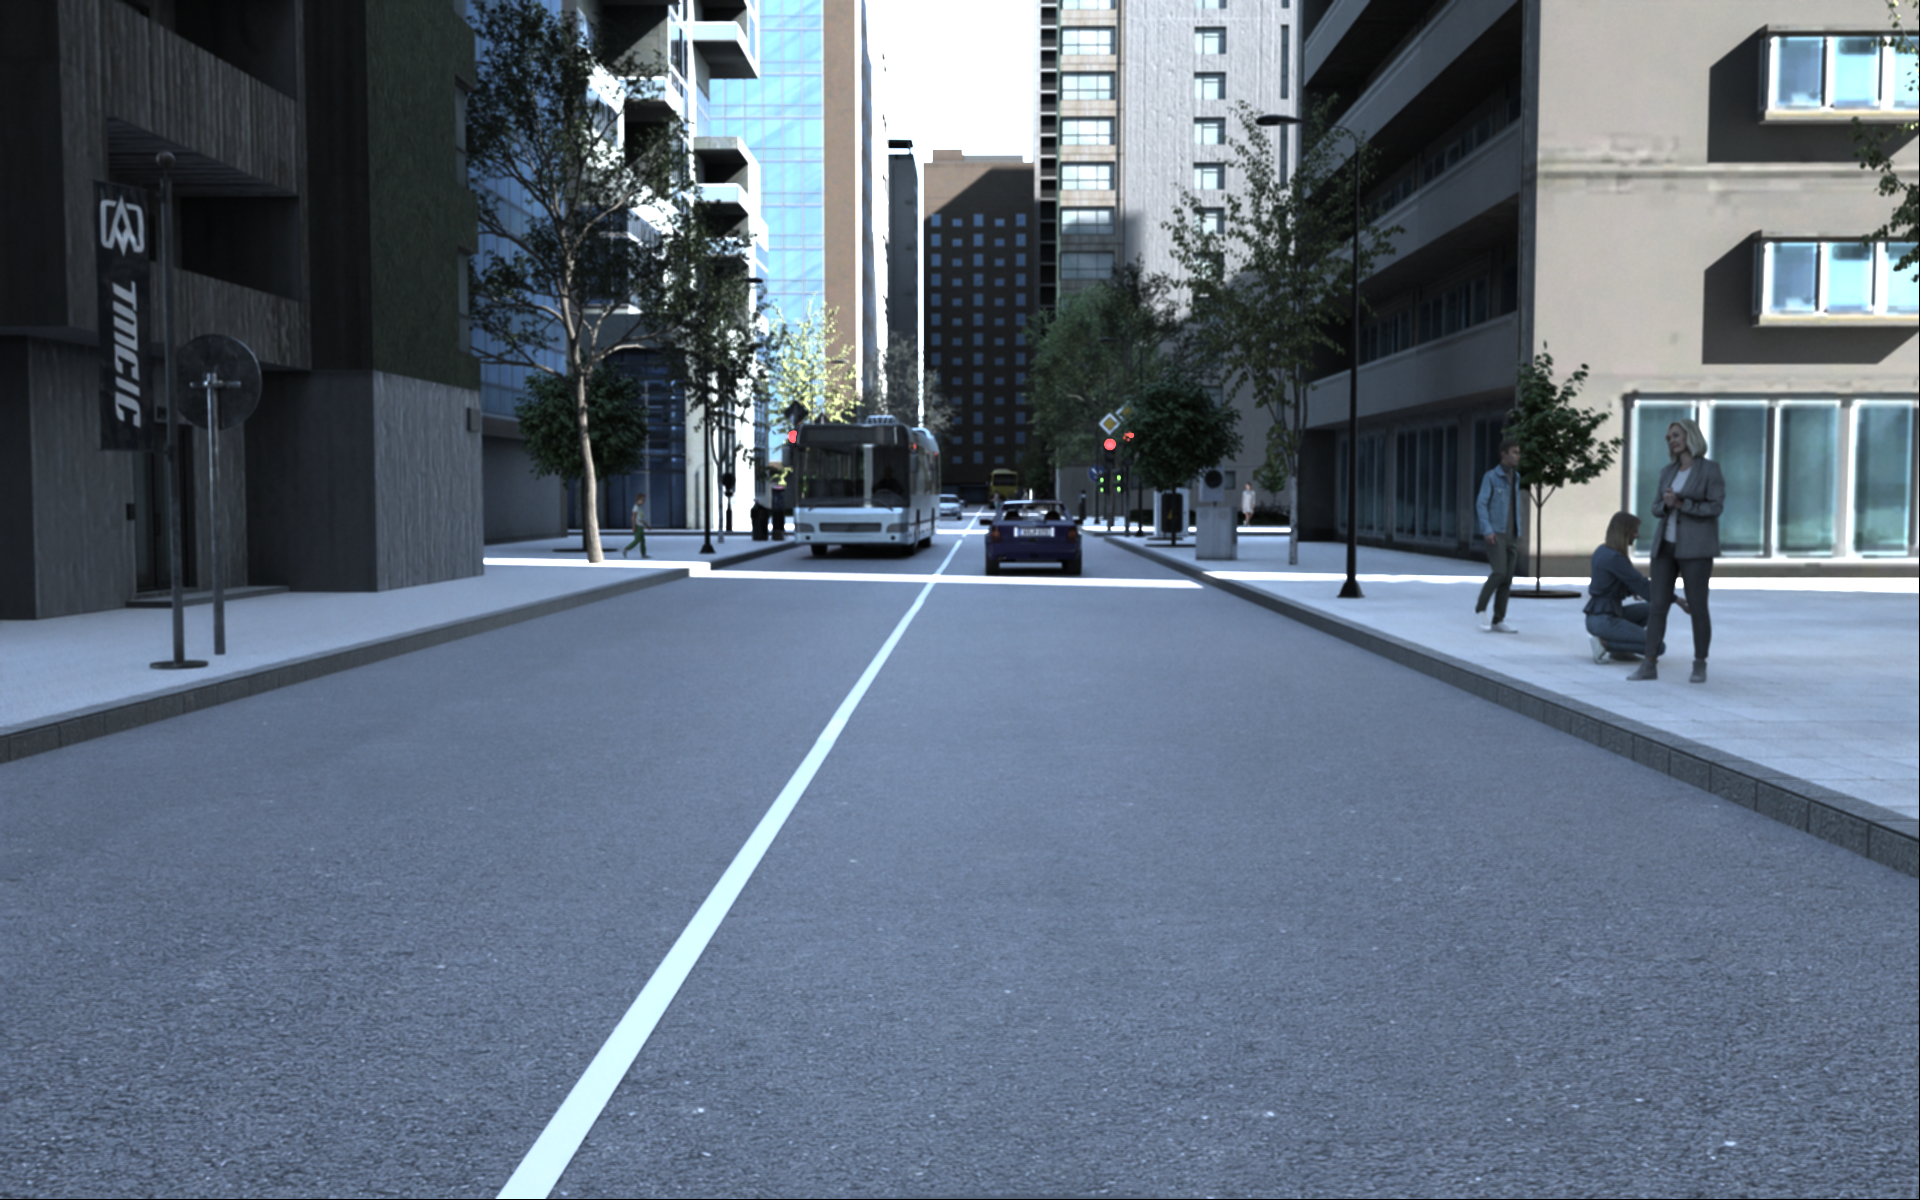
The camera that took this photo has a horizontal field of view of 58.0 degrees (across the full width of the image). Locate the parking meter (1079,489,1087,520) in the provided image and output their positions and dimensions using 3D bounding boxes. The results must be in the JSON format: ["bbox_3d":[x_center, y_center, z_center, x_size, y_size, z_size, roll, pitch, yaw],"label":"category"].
[{"bbox_3d":[6.092,-4.744,85.973,0.372,1.533,0.369,0,3,0],"label":"parking meter"}]

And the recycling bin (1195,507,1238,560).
[{"bbox_3d":[5.043,-1.314,34.033,0.722,1.027,0.722,1,4,18],"label":"recycling bin"}]

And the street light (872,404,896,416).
[{"bbox_3d":[-4.016,-7.178,89.893,1.470,5.913,1.316,0,4,1],"label":"street light"}]

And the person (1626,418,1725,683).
[{"bbox_3d":[4.917,-0.341,11.797,0.526,1.800,0.537,-2,4,-24],"label":"person"}]

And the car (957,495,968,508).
[{"bbox_3d":[-0.060,-10.571,185.412,1.945,1.354,3.894,0,4,1],"label":"car"}]

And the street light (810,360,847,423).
[{"bbox_3d":[-4.600,-5.351,60.026,1.470,5.913,1.316,0,4,1],"label":"street light"}]

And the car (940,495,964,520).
[{"bbox_3d":[-0.766,-5.165,96.450,2.014,1.417,4.499,0,4,1],"label":"car"}]

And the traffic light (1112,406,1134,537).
[{"bbox_3d":[4.973,-3.833,51.595,0.839,4.253,0.868,0,4,1],"label":"traffic light"}]

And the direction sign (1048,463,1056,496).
[{"bbox_3d":[6.420,-7.727,118.328,0.876,3.537,0.379,3,4,36],"label":"direction sign"}]

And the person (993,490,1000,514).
[{"bbox_3d":[2.735,-7.217,127.338,0.643,1.720,0.563,2,4,30],"label":"person"}]

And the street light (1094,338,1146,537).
[{"bbox_3d":[4.841,-4.834,51.577,1.470,5.913,1.316,0,4,1],"label":"street light"}]

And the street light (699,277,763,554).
[{"bbox_3d":[-4.922,-3.960,37.280,1.470,5.913,1.316,0,4,1],"label":"street light"}]

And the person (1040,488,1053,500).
[{"bbox_3d":[7.650,-8.950,152.389,1.348,1.822,0.705,0,4,-4],"label":"person"}]

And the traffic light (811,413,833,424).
[{"bbox_3d":[-4.741,-4.332,59.742,0.839,4.253,0.868,0,4,1],"label":"traffic light"}]

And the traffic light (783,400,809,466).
[{"bbox_3d":[-4.887,-3.843,51.758,0.839,4.253,0.868,0,4,1],"label":"traffic light"}]

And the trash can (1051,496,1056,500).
[{"bbox_3d":[6.431,-6.376,115.904,0.748,1.137,0.748,0,3,0],"label":"trash can"}]

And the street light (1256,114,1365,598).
[{"bbox_3d":[4.319,-2.986,21.364,1.470,5.913,1.316,0,4,1],"label":"street light"}]

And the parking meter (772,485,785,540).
[{"bbox_3d":[-5.091,-2.455,48.547,0.372,1.533,0.369,0,3,0],"label":"parking meter"}]

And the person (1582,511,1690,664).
[{"bbox_3d":[5.135,-0.103,13.228,0.738,1.151,1.012,1,4,13],"label":"person"}]

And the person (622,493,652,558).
[{"bbox_3d":[-6.457,-1.486,34.585,0.590,1.304,0.306,-1,4,-12],"label":"person"}]

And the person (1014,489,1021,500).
[{"bbox_3d":[4.251,-7.310,128.439,0.534,1.772,0.576,2,4,32],"label":"person"}]

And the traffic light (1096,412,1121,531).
[{"bbox_3d":[5.119,-4.322,59.579,0.839,4.253,0.868,0,4,1],"label":"traffic light"}]

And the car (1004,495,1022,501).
[{"bbox_3d":[4.714,-8.280,147.952,1.945,1.354,3.894,0,4,3],"label":"car"}]

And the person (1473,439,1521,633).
[{"bbox_3d":[4.974,-0.587,15.988,0.601,1.785,0.444,-2,4,-27],"label":"person"}]

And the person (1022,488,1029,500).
[{"bbox_3d":[3.495,-5.198,93.820,0.374,1.781,0.599,-1,4,-13],"label":"person"}]

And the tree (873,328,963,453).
[{"bbox_3d":[-4.784,-13.279,127.477,12.009,13.543,11.850,0,3,0],"label":"tree"}]

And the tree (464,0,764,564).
[{"bbox_3d":[-7.046,-5.949,31.682,7.601,10.594,8.767,1,4,9],"label":"tree"}]

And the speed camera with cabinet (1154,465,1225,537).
[{"bbox_3d":[6.886,-3.531,52.060,2.038,3.252,0.660,0,4,-4],"label":"speed camera with cabinet"}]

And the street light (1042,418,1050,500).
[{"bbox_3d":[5.789,-8.091,104.829,1.470,5.913,1.316,0,4,1],"label":"street light"}]

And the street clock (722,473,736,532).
[{"bbox_3d":[-7.926,-3.353,59.390,0.471,2.002,0.358,2,4,26],"label":"street clock"}]

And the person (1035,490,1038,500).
[{"bbox_3d":[7.487,-9.992,170.329,0.530,1.710,0.541,1,4,23],"label":"person"}]

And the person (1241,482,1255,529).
[{"bbox_3d":[10.743,-3.541,64.695,0.466,1.731,0.760,-1,4,-17],"label":"person"}]

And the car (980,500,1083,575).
[{"bbox_3d":[1.332,-1.191,32.051,1.945,1.354,3.894,0,4,1],"label":"car"}]

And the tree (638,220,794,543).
[{"bbox_3d":[-6.260,-5.793,45.073,4.360,8.622,3.978,0,3,0],"label":"tree"}]

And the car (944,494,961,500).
[{"bbox_3d":[-0.894,-8.864,154.709,2.009,1.686,4.222,0,4,1],"label":"car"}]

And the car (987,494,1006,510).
[{"bbox_3d":[3.551,-9.309,161.982,2.009,1.686,4.222,0,4,-1],"label":"car"}]

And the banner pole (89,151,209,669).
[{"bbox_3d":[-5.893,-1.378,12.544,0.401,3.779,0.863,2,4,23],"label":"banner pole"}]
